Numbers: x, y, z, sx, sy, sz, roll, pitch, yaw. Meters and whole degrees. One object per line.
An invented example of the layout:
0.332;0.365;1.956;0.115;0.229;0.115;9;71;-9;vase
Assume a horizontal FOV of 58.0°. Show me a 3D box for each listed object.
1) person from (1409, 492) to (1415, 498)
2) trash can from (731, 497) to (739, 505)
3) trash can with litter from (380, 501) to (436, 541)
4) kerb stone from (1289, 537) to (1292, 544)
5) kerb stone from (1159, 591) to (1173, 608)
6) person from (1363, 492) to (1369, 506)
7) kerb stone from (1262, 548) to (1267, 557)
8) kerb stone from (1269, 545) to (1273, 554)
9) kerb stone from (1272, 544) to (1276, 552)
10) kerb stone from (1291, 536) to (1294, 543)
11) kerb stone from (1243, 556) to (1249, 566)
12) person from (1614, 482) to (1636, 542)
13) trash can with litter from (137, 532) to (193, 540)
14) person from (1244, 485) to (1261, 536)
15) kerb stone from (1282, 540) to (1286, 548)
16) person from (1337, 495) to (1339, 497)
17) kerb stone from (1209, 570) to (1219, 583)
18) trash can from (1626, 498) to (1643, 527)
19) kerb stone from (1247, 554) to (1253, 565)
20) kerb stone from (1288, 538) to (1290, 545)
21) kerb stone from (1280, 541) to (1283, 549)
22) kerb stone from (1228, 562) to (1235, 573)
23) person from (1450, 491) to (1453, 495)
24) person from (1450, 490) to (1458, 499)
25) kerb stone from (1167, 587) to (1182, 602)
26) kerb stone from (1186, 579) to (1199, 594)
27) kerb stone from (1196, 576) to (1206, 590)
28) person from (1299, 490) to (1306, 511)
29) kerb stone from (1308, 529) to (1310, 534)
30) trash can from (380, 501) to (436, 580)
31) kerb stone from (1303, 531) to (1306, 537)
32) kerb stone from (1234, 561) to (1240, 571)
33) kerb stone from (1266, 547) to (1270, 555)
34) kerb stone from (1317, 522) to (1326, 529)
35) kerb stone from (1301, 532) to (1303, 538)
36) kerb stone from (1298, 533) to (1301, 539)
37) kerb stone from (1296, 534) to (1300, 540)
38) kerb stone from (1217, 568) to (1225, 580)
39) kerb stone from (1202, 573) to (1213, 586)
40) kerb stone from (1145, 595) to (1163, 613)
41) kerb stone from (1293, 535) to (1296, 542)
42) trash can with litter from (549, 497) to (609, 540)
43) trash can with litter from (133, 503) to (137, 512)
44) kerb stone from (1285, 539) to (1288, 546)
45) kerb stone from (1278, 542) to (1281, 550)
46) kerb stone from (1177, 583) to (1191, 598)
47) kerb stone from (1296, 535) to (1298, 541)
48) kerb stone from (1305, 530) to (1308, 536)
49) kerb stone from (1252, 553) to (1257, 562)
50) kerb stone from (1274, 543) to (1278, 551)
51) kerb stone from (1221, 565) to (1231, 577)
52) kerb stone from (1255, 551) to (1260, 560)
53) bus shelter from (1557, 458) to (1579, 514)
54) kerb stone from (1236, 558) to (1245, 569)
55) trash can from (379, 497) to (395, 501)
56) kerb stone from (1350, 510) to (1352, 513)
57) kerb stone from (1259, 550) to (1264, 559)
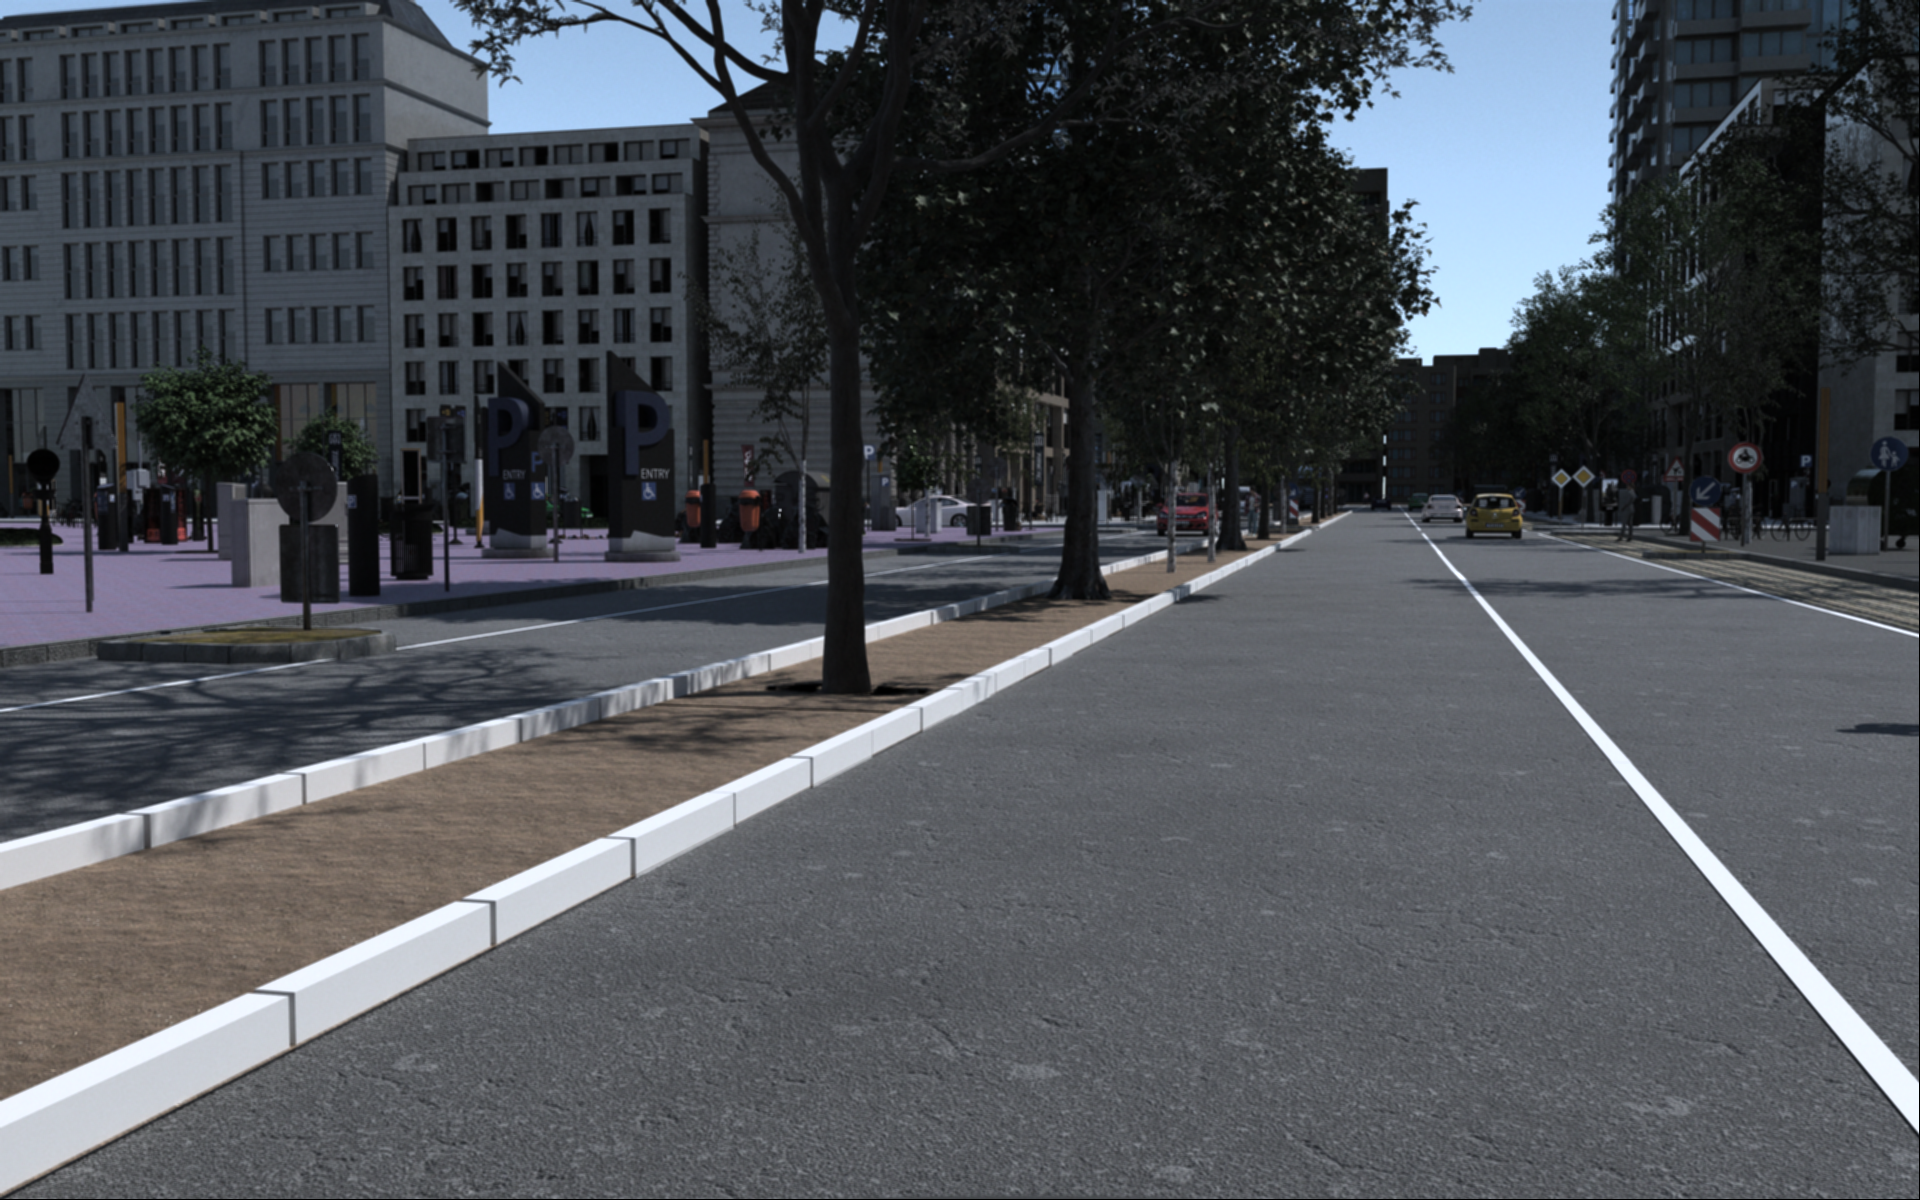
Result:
54.294;-12.122;207.421;0.721;1.735;1.217;-3;4;-36;person
-18.438;-8.129;144.567;0.748;1.137;0.748;0;3;0;trash can
-15.265;-2.247;47.794;1.678;1.210;2.233;-2;4;-35;trash can with litter
9.197;-1.621;48.760;0.120;0.150;1.000;1;4;14;kerb stone
2.536;0.024;21.896;0.120;0.150;1.000;1;4;14;kerb stone
50.822;-12.688;216.879;0.436;1.711;0.756;-2;4;-31;person
6.728;-1.016;38.815;0.120;0.150;1.000;1;4;14;kerb stone
7.227;-1.138;40.800;0.120;0.150;1.000;1;4;14;kerb stone
7.461;-1.198;41.795;0.120;0.150;1.000;1;4;14;kerb stone
9.444;-1.678;49.752;0.120;0.150;1.000;1;4;14;kerb stone
5.491;-0.710;33.833;0.120;0.150;1.000;1;4;14;kerb stone
19.887;-2.631;51.790;0.573;1.790;0.520;1;4;22;person
-22.415;-2.300;48.665;2.233;1.210;1.678;1;4;9;trash can with litter
9.895;-3.007;58.496;0.563;1.720;0.643;2;4;24;person
8.453;-1.442;45.778;0.120;0.150;1.000;1;4;14;kerb stone
47.315;-12.735;216.585;0.709;1.838;0.599;3;4;37;person
4.023;-0.347;27.867;0.120;0.150;1.000;1;4;14;kerb stone
26.709;-3.488;68.681;0.748;1.137;0.748;0;3;0;trash can
5.749;-0.772;34.825;0.120;0.150;1.000;1;4;14;kerb stone
8.951;-1.564;47.768;0.120;0.150;1.000;1;4;14;kerb stone
8.208;-1.376;44.786;0.120;0.150;1.000;1;4;14;kerb stone
4.753;-0.529;30.845;0.120;0.150;1.000;1;4;14;kerb stone
54.488;-11.175;191.884;0.621;1.740;0.551;0;4;-1;person
47.164;-9.609;165.591;1.348;1.826;0.705;-2;4;-27;person
2.782;-0.043;22.894;0.120;0.150;1.000;1;4;14;kerb stone
3.281;-0.164;24.880;0.120;0.150;1.000;1;4;14;kerb stone
3.530;-0.225;25.872;0.120;0.150;1.000;1;4;14;kerb stone
28.336;-8.236;143.338;0.592;1.802;0.473;-1;4;-9;person
11.900;-2.291;59.713;0.120;0.150;1.000;1;4;14;kerb stone
-8.221;-0.875;25.955;0.748;1.137;0.748;0;3;0;trash can
11.159;-2.110;56.738;0.120;0.150;1.000;1;4;14;kerb stone
5.000;-0.584;31.837;0.120;0.150;1.000;1;4;14;kerb stone
6.980;-1.077;39.809;0.120;0.150;1.000;1;4;14;kerb stone
15.479;-3.178;74.154;0.120;0.150;1.000;1;4;14;kerb stone
10.672;-1.991;54.747;0.120;0.150;1.000;1;4;14;kerb stone
10.427;-1.928;53.744;0.120;0.150;1.000;1;4;14;kerb stone
10.177;-1.868;52.750;0.120;0.150;1.000;1;4;14;kerb stone
4.267;-0.398;28.860;0.120;0.150;1.000;1;4;14;kerb stone
3.773;-0.286;26.867;0.120;0.150;1.000;1;4;14;kerb stone
2.293;0.080;20.900;0.120;0.150;1.000;1;4;14;kerb stone
9.687;-1.747;50.754;0.120;0.150;1.000;1;4;14;kerb stone
-10.684;-2.343;49.358;2.233;1.210;1.678;0;4;2;trash can with litter
-29.690;-3.118;62.373;1.055;1.170;0.624;-3;4;-38;trash can with litter
8.703;-1.503;46.771;0.120;0.150;1.000;1;4;14;kerb stone
7.952;-1.321;43.788;0.120;0.150;1.000;1;4;14;kerb stone
3.033;-0.104;23.889;0.120;0.150;1.000;1;4;14;kerb stone
9.931;-1.807;51.758;0.120;0.150;1.000;1;4;14;kerb stone
11.414;-2.173;57.727;0.120;0.150;1.000;1;4;14;kerb stone
5.992;-0.831;35.821;0.120;0.150;1.000;1;4;14;kerb stone
7.712;-1.258;42.795;0.120;0.150;1.000;1;4;14;kerb stone
4.515;-0.464;29.851;0.120;0.150;1.000;1;4;14;kerb stone
6.232;-0.894;36.815;0.120;0.150;1.000;1;4;14;kerb stone
39.056;-7.355;111.539;1.731;3.624;6.357;1;4;14;bus shelter
5.251;-0.651;32.839;0.120;0.150;1.000;1;4;14;kerb stone
-26.567;-4.200;80.330;0.748;1.137;0.748;0;3;0;trash can
27.312;-6.100;121.924;0.120;0.150;1.000;1;4;14;kerb stone
6.483;-0.950;37.807;0.120;0.150;1.000;1;4;14;kerb stone
